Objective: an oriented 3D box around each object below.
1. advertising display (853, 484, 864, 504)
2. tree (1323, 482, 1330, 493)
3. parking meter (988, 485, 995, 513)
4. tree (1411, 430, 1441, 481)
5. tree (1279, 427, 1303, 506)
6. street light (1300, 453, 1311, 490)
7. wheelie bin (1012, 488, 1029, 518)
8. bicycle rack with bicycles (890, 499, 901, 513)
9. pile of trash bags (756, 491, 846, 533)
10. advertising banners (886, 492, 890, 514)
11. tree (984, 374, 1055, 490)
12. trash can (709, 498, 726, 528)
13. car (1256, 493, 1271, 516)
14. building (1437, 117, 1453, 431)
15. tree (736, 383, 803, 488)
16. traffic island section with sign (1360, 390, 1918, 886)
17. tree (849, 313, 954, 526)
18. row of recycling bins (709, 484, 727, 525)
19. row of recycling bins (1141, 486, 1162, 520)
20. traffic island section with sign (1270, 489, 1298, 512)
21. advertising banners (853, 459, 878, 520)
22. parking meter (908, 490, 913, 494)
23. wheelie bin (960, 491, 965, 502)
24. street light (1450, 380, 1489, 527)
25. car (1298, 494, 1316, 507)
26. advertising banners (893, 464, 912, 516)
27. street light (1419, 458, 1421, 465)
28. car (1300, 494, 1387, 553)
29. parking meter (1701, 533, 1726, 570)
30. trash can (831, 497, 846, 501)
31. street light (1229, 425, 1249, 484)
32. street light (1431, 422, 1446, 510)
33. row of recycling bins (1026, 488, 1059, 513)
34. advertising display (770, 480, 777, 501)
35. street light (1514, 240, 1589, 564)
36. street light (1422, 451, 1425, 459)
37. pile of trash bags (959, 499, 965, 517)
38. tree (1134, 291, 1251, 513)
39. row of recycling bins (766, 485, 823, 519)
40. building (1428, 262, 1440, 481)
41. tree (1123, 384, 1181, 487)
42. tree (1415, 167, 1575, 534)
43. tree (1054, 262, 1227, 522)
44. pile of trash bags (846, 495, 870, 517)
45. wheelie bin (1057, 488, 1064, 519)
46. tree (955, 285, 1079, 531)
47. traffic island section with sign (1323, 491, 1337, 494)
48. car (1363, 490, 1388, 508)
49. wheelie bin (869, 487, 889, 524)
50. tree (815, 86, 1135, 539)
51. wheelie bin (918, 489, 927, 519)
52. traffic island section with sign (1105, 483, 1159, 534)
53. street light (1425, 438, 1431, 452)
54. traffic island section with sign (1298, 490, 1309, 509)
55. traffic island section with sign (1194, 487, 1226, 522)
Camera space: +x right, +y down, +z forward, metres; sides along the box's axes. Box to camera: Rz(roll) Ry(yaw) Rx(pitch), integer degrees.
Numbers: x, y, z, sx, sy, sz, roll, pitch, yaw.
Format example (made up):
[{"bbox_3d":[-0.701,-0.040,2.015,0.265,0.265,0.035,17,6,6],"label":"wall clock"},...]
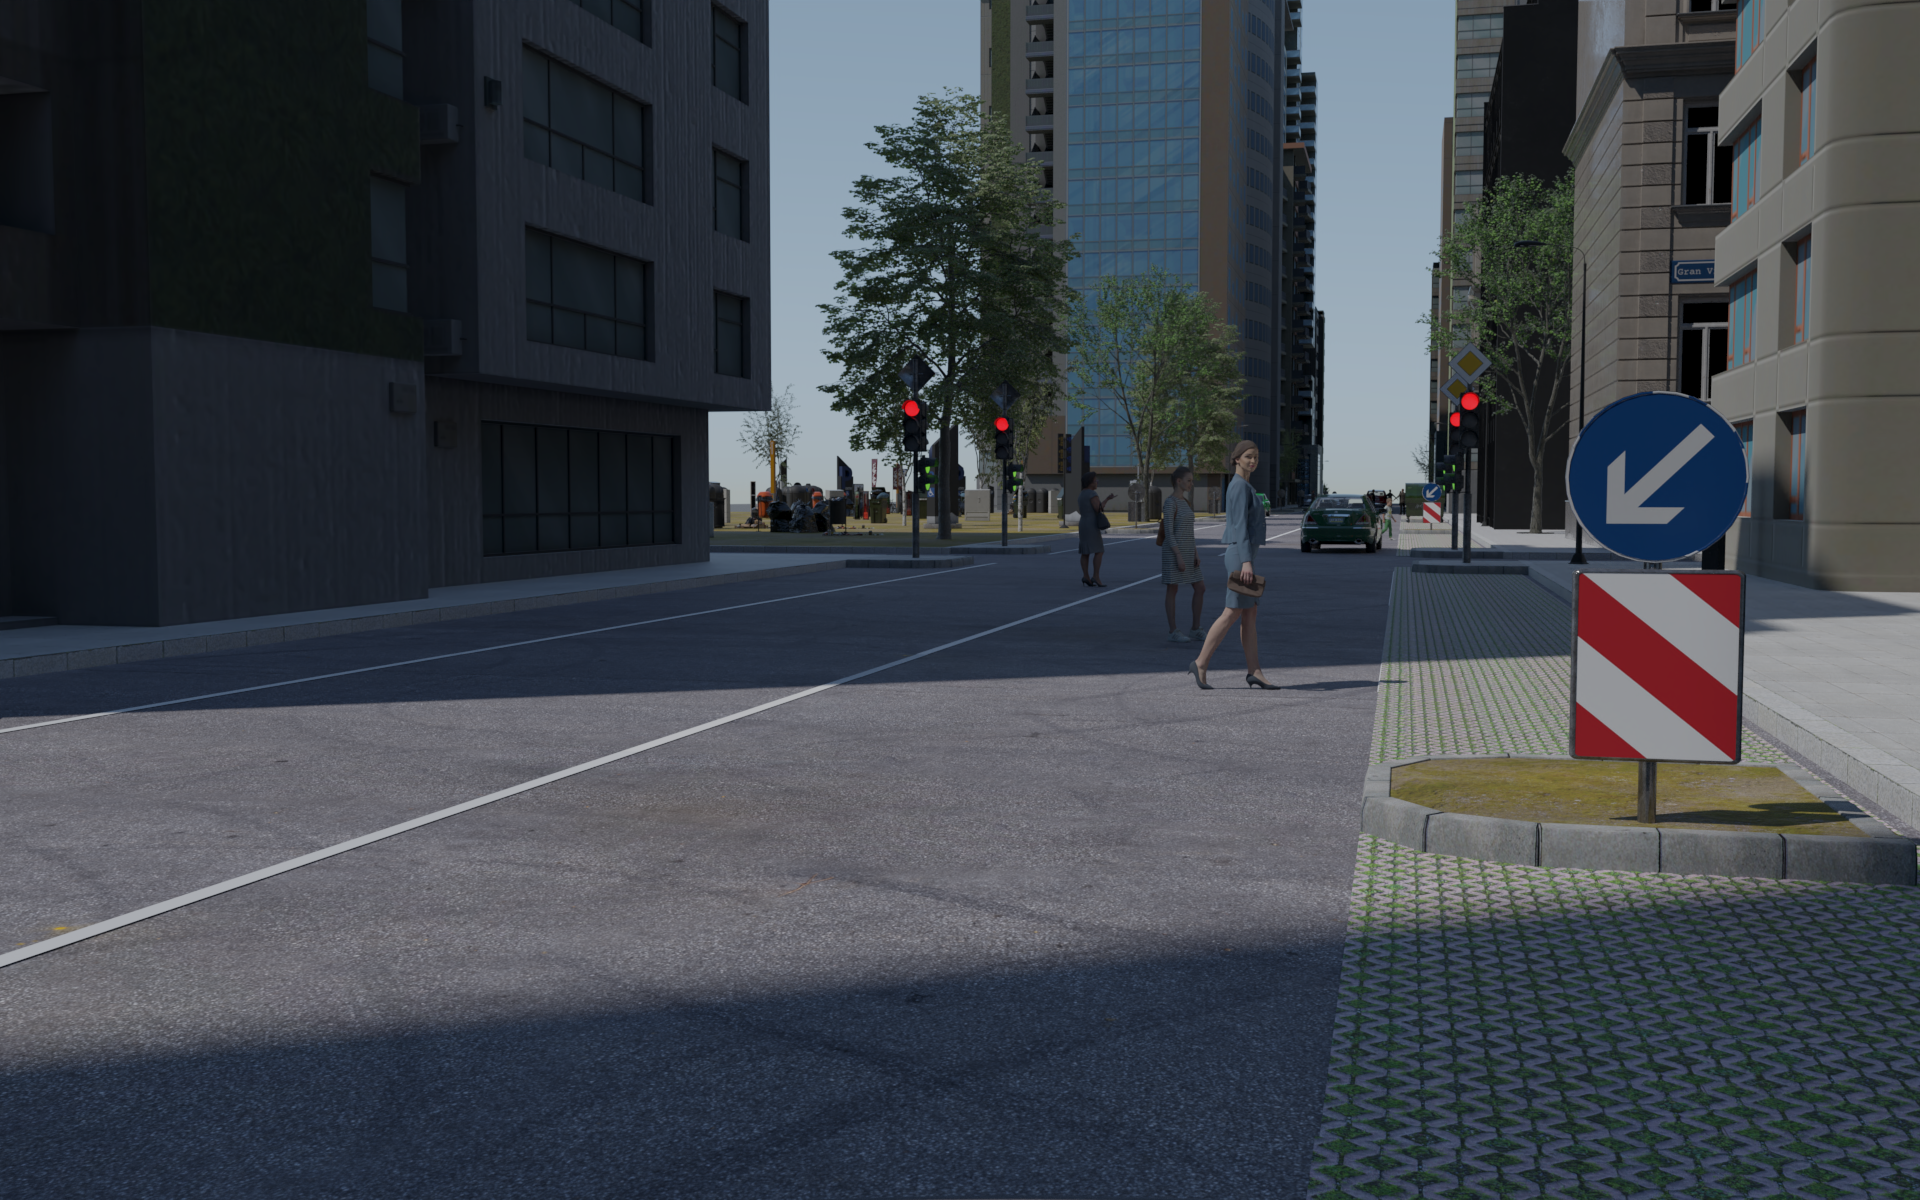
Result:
[{"bbox_3d":[-6.302,-6.245,107.312,0.123,1.923,0.974,2,4,35],"label":"advertising display"},{"bbox_3d":[56.948,-16.877,270.547,1.663,3.219,1.824,0,3,0],"label":"tree"},{"bbox_3d":[2.080,-6.724,115.653,0.399,1.863,0.255,-2,4,-24],"label":"parking meter"},{"bbox_3d":[52.701,-14.857,193.268,4.360,8.622,3.978,0,3,0],"label":"tree"},{"bbox_3d":[35.660,-14.638,189.688,4.737,8.622,4.395,0,3,0],"label":"tree"},{"bbox_3d":[39.353,-13.756,197.445,1.470,5.913,1.316,1,4,14],"label":"street light"},{"bbox_3d":[3.251,-5.150,92.107,0.693,1.594,0.980,3,5,39],"label":"wheelie bin"},{"bbox_3d":[-4.141,-6.280,116.065,2.925,0.926,2.852,-1,4,-17],"label":"bicycle rack with bicycles"},{"bbox_3d":[-5.796,-2.995,58.722,1.912,1.369,3.447,-3,5,-44],"label":"pile of trash bags"},{"bbox_3d":[-4.680,-7.001,110.655,2.074,3.025,0.090,-3,5,-43],"label":"advertising banners"},{"bbox_3d":[3.564,-9.234,101.331,4.737,8.622,4.395,0,3,0],"label":"tree"},{"bbox_3d":[-9.149,-3.268,65.078,0.748,1.137,0.748,0,3,0],"label":"trash can"},{"bbox_3d":[18.607,-6.169,109.653,1.959,1.807,4.718,1,4,16],"label":"car"},{"bbox_3d":[62.552,-33.627,199.914,14.600,45.320,14.200,1,4,14],"label":"building"},{"bbox_3d":[-11.767,-9.707,109.074,4.360,8.622,3.978,0,3,0],"label":"tree"},{"bbox_3d":[2.763,0.072,7.445,1.989,1.847,2.006,1,4,14],"label":"traffic island section with sign"},{"bbox_3d":[-2.335,-7.284,69.459,4.360,8.622,3.978,0,3,0],"label":"tree"},{"bbox_3d":[-10.661,-3.882,70.587,1.069,1.692,3.534,1,4,22],"label":"row of recycling bins"},{"bbox_3d":[9.731,-4.967,88.320,1.069,1.692,3.534,0,4,4],"label":"row of recycling bins"},{"bbox_3d":[25.877,-7.988,139.229,1.989,1.847,2.006,1,4,14],"label":"traffic island section with sign"},{"bbox_3d":[-4.693,-5.502,86.144,0.090,3.025,2.074,-3,4,-38],"label":"advertising banners"},{"bbox_3d":[-2.933,-5.794,103.149,0.372,1.533,0.369,0,3,0],"label":"parking meter"},{"bbox_3d":[0.377,-6.371,112.072,0.693,1.594,0.980,0,4,2],"label":"wheelie bin"},{"bbox_3d":[20.302,-5.877,68.632,1.470,5.913,1.316,1,4,14],"label":"street light"},{"bbox_3d":[34.658,-9.822,172.589,2.014,1.417,4.499,1,4,14],"label":"car"},{"bbox_3d":[-2.994,-6.440,101.489,0.090,3.025,2.074,3,5,43],"label":"advertising banners"},{"bbox_3d":[60.281,-15.399,224.317,1.470,5.913,1.316,1,4,14],"label":"street light"},{"bbox_3d":[9.673,-1.955,43.769,2.131,1.459,4.920,1,4,16],"label":"car"},{"bbox_3d":[11.841,-1.313,27.180,0.255,1.863,0.399,3,5,42],"label":"parking meter"},{"bbox_3d":[-5.947,-4.469,84.714,0.748,1.137,0.748,0,3,0],"label":"trash can"},{"bbox_3d":[18.743,-8.828,116.886,1.470,5.913,1.316,1,4,14],"label":"street light"},{"bbox_3d":[31.446,-8.549,112.311,1.470,5.913,1.316,1,4,14],"label":"street light"},{"bbox_3d":[6.047,-6.735,117.224,3.534,1.692,1.069,2,4,26],"label":"row of recycling bins"},{"bbox_3d":[-8.663,-4.612,80.612,0.123,1.923,0.974,0,4,5],"label":"advertising display"},{"bbox_3d":[10.832,-3.621,31.752,1.470,5.913,1.316,1,4,14],"label":"street light"},{"bbox_3d":[50.545,-13.062,186.102,1.470,5.913,1.316,1,4,14],"label":"street light"},{"bbox_3d":[0.024,-5.898,106.176,1.912,1.369,3.447,-2,4,-24],"label":"pile of trash bags"},{"bbox_3d":[12.768,-10.959,97.310,7.486,12.596,7.792,0,3,0],"label":"tree"},{"bbox_3d":[-8.707,-5.168,91.607,3.534,1.692,1.069,-3,5,-42],"label":"row of recycling bins"},{"bbox_3d":[65.454,-27.083,214.506,14.160,30.474,14.107,1,4,14],"label":"building"},{"bbox_3d":[12.113,-9.714,109.185,4.360,8.622,3.978,0,3,0],"label":"tree"},{"bbox_3d":[18.567,-7.938,55.537,9.928,11.665,9.643,0,3,0],"label":"tree"},{"bbox_3d":[8.403,-9.388,79.251,9.928,11.665,9.643,0,3,0],"label":"tree"},{"bbox_3d":[-6.045,-5.431,98.549,1.912,1.369,3.447,-2,4,-33],"label":"pile of trash bags"},{"bbox_3d":[5.394,-4.971,89.179,0.693,1.594,0.980,-1,4,-22],"label":"wheelie bin"},{"bbox_3d":[2.076,-6.670,59.424,4.360,8.622,3.978,0,3,0],"label":"tree"},{"bbox_3d":[46.269,-12.846,218.660,1.989,1.847,2.006,1,4,14],"label":"traffic island section with sign"},{"bbox_3d":[36.235,-8.687,150.701,2.281,1.827,5.304,1,4,15],"label":"car"},{"bbox_3d":[-3.539,-4.134,75.492,0.980,1.594,0.693,1,4,22],"label":"wheelie bin"},{"bbox_3d":[-0.028,-7.991,48.781,7.486,12.596,7.792,0,3,0],"label":"tree"},{"bbox_3d":[-1.937,-4.988,89.458,0.980,1.594,0.693,0,4,1],"label":"wheelie bin"},{"bbox_3d":[6.468,-3.361,63.587,1.989,1.847,2.006,1,4,14],"label":"traffic island section with sign"},{"bbox_3d":[39.208,-10.383,142.299,1.470,5.913,1.316,1,4,14],"label":"street light"},{"bbox_3d":[32.666,-9.605,165.662,1.989,1.847,2.006,1,4,14],"label":"traffic island section with sign"},{"bbox_3d":[13.259,-4.979,90.040,1.989,1.847,2.006,1,4,14],"label":"traffic island section with sign"}]
